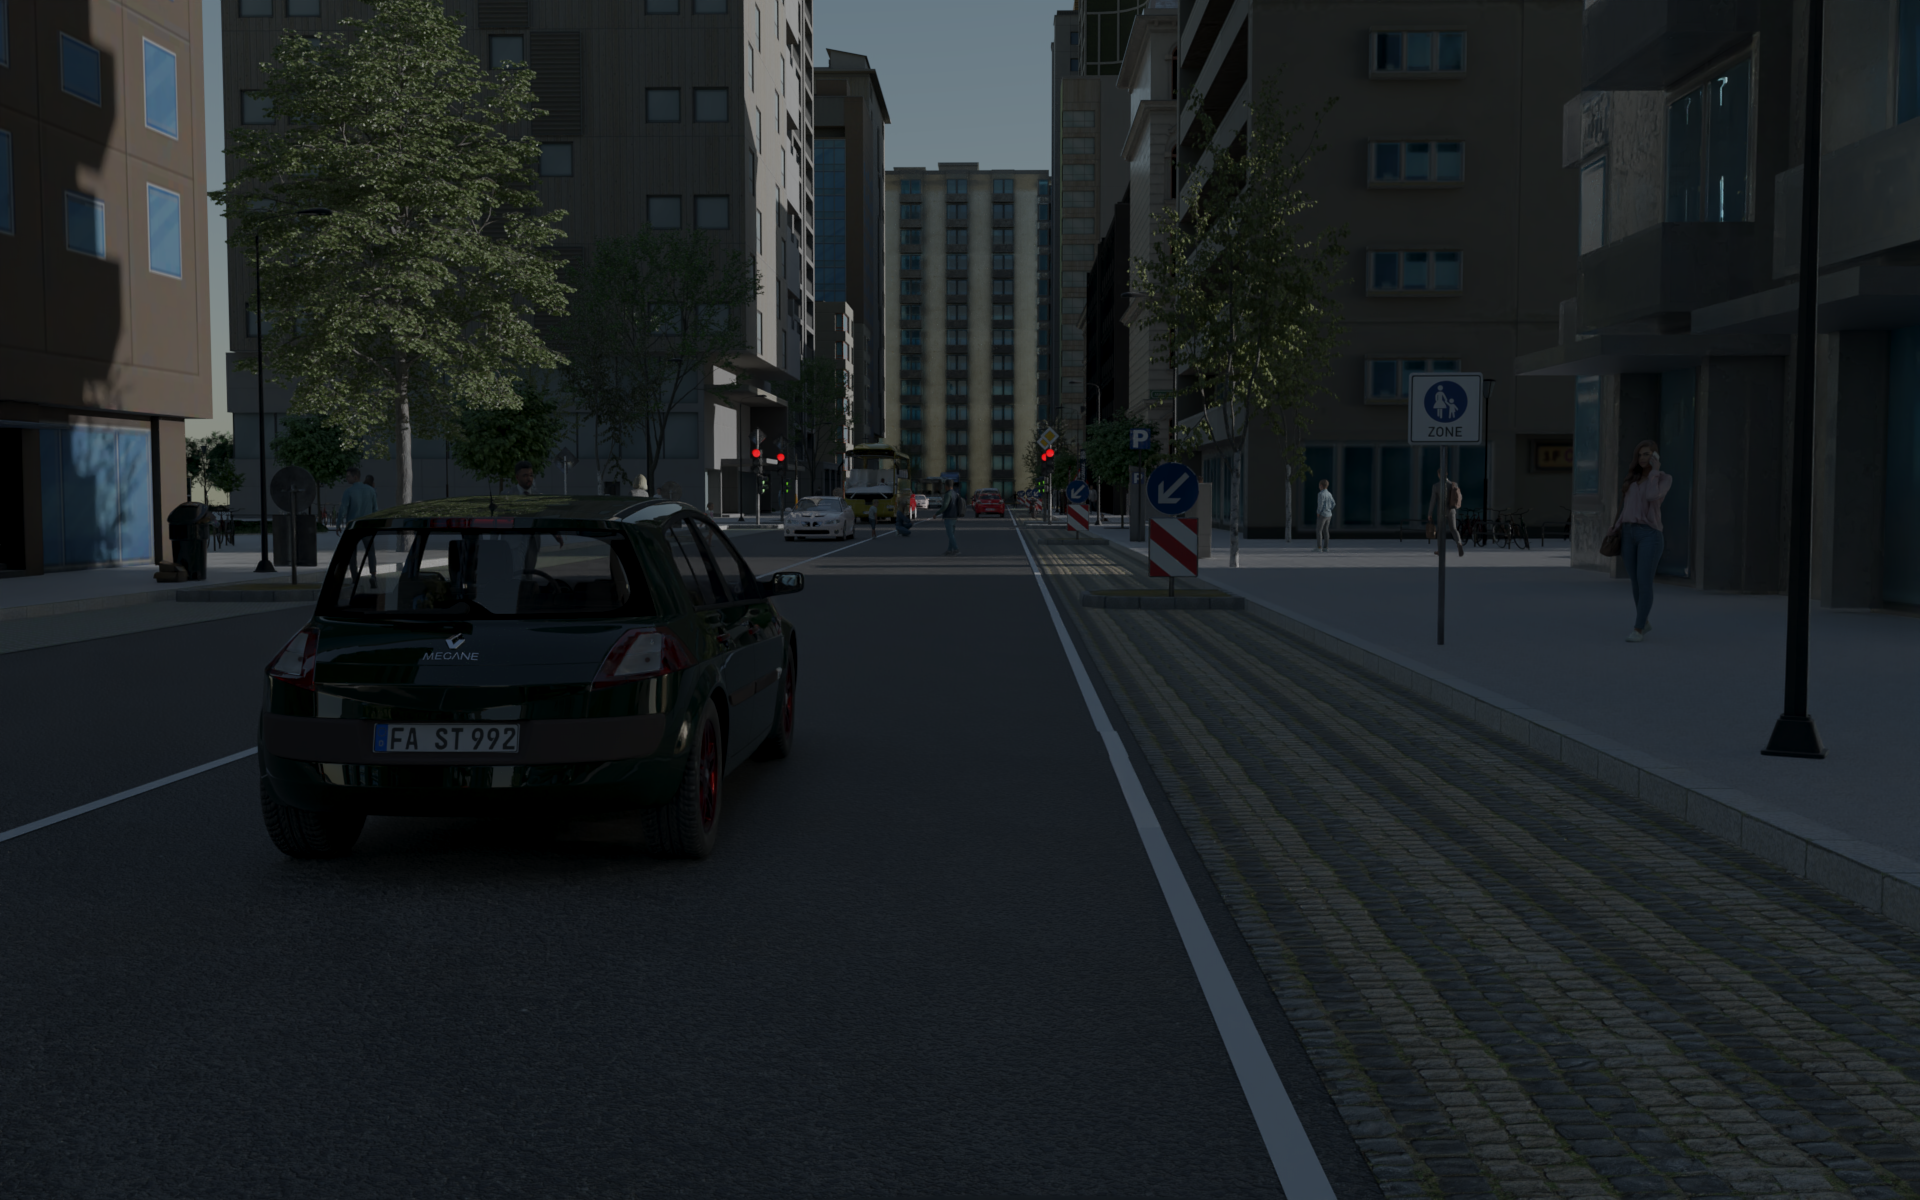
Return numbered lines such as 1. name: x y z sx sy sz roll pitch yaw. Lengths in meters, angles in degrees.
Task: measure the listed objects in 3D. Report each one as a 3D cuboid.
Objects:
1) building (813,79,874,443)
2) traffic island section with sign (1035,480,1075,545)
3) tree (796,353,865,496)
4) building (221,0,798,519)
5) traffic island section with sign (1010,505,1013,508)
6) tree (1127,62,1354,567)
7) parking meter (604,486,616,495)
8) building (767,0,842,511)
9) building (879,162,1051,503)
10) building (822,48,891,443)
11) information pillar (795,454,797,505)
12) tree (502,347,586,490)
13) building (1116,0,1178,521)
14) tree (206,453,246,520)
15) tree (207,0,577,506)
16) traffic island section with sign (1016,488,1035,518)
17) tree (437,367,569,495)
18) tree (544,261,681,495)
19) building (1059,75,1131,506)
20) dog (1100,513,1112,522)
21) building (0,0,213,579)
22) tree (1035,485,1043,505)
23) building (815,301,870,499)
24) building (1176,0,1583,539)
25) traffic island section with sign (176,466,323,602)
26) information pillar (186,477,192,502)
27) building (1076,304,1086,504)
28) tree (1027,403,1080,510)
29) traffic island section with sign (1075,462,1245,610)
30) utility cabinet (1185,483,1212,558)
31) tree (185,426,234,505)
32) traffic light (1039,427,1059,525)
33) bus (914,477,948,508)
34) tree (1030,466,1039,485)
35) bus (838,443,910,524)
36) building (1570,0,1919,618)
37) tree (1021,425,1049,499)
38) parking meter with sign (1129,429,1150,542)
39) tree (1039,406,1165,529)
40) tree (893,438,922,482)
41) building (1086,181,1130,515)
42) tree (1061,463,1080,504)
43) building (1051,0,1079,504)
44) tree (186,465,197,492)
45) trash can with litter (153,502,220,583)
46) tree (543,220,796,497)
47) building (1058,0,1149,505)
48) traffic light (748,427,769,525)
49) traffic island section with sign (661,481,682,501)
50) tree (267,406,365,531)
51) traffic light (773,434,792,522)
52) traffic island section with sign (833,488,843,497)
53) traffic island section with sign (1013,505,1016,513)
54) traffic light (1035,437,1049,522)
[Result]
1. building: -16.985 -33.117 191.565 14.600 45.320 14.200 0 4 1
2. traffic island section with sign: 3.207 -2.483 49.222 1.989 1.847 2.006 0 4 1
3. tree: -10.502 -12.060 122.944 9.928 11.665 9.643 0 3 0
4. building: -24.023 -31.294 100.903 28.713 52.752 27.495 0 4 1
5. traffic island section with sign: 6.420 -10.598 181.909 1.989 1.847 2.006 0 4 1
6. tree: 4.836 -4.895 30.400 4.737 8.622 4.395 0 3 0
7. parking meter: -10.720 -2.731 53.066 0.372 1.533 0.369 0 3 0
8. building: -20.125 -42.775 137.625 20.563 71.187 20.611 0 4 1
9. building: -0.265 -38.716 252.608 30.456 49.044 23.786 0 4 1
10. building: -23.083 -38.224 214.203 27.495 52.752 28.713 0 4 1
11. information pillar: -9.545 -6.703 100.956 0.183 3.616 0.504 0 4 -2
12. tree: -20.666 -8.203 84.476 4.737 8.622 4.395 0 3 0
13. building: 20.111 -18.360 87.571 23.554 28.519 14.401 0 4 1
14. tree: -34.802 -5.381 82.587 1.663 3.219 1.824 0 3 0
15. tree: -12.164 -7.303 37.529 7.486 12.596 7.792 0 3 0
16. traffic island section with sign: 4.576 -5.942 105.782 1.989 1.847 2.006 0 4 1
17. tree: -11.717 -3.721 44.548 4.285 4.588 4.351 0 3 0
18. tree: -11.346 -6.433 55.549 4.360 8.622 3.978 0 3 0
19. building: 16.933 -29.919 172.766 14.154 41.232 14.086 0 4 1
20. dog: 6.771 -3.840 80.518 0.748 0.427 0.550 -1 4 -10
21. building: -21.227 -22.910 24.687 14.600 45.320 14.200 0 4 1
22. tree: 9.817 -13.053 208.022 1.663 3.219 1.824 0 3 0
23. building: -23.735 -19.905 170.487 27.650 21.520 28.899 0 4 1
24. building: 19.046 -26.554 57.854 21.300 48.544 21.600 0 4 1
25. traffic island section with sign: -9.345 -0.927 23.780 1.989 1.847 2.006 0 4 1
26. information pillar: -32.878 -4.233 73.693 0.304 2.012 0.304 -2 4 -35
27. building: 15.407 -17.182 145.560 10.561 19.102 19.286 0 4 1
28. tree: 7.559 -11.580 139.699 4.360 8.622 3.978 0 3 0
29. traffic island section with sign: 2.554 -0.835 22.275 1.989 1.847 2.006 0 4 1
30. utility cabinet: 4.771 -1.599 34.830 0.318 1.500 1.173 0 4 -4
31. tree: -62.523 -11.133 144.933 11.467 7.101 20.602 0 4 -6
32. traffic light: 3.716 -5.086 72.074 0.839 4.253 0.868 0 4 1
33. bus: -2.775 -11.258 178.923 2.948 3.499 13.247 0 4 3
34. tree: 7.257 -8.306 119.516 4.285 4.588 4.351 0 3 0
35. bus: -4.118 -5.865 87.442 2.896 3.916 12.252 0 4 2
36. building: 19.829 -24.222 15.637 23.786 49.044 30.456 0 4 1
37. tree: 8.489 -14.382 185.513 4.737 8.622 4.395 0 3 0
38. parking meter with sign: 4.834 -3.100 46.952 0.543 3.016 1.738 0 4 3
39. tree: 6.106 -4.940 64.491 4.285 4.588 4.351 0 3 0
40. tree: -6.876 -16.654 222.654 4.737 8.622 4.395 0 3 0
41. building: 15.849 -18.230 127.743 12.332 23.373 15.834 0 4 1
42. tree: 7.114 -6.989 108.868 1.663 3.219 1.824 0 3 0
43. building: 21.744 -41.097 213.932 21.231 58.520 28.212 0 4 1
44. tree: -43.744 -6.295 97.518 1.663 3.219 1.824 0 3 0
45. trash can with litter: -11.382 -0.860 25.443 0.624 1.170 1.055 0 4 0
46. tree: -11.415 -8.494 64.635 9.928 11.665 9.643 0 3 0
47. building: 21.330 -45.921 189.066 20.563 71.187 20.611 0 4 1
48. traffic light: -8.442 -5.103 72.352 0.839 4.253 0.868 0 4 1
49. traffic island section with sign: -8.662 -2.639 51.774 1.989 1.847 2.006 0 4 1
50. tree: -22.394 -4.693 60.451 4.285 4.588 4.351 0 3 0
51. traffic light: -8.249 -5.591 80.334 0.839 4.253 0.868 0 4 1
52. traffic island section with sign: -7.362 -5.898 105.058 1.989 1.847 2.006 0 4 1
53. traffic island section with sign: 5.235 -7.595 132.812 1.989 1.847 2.006 0 4 1
54. traffic light: 3.909 -5.574 80.057 0.839 4.253 0.868 0 4 1
